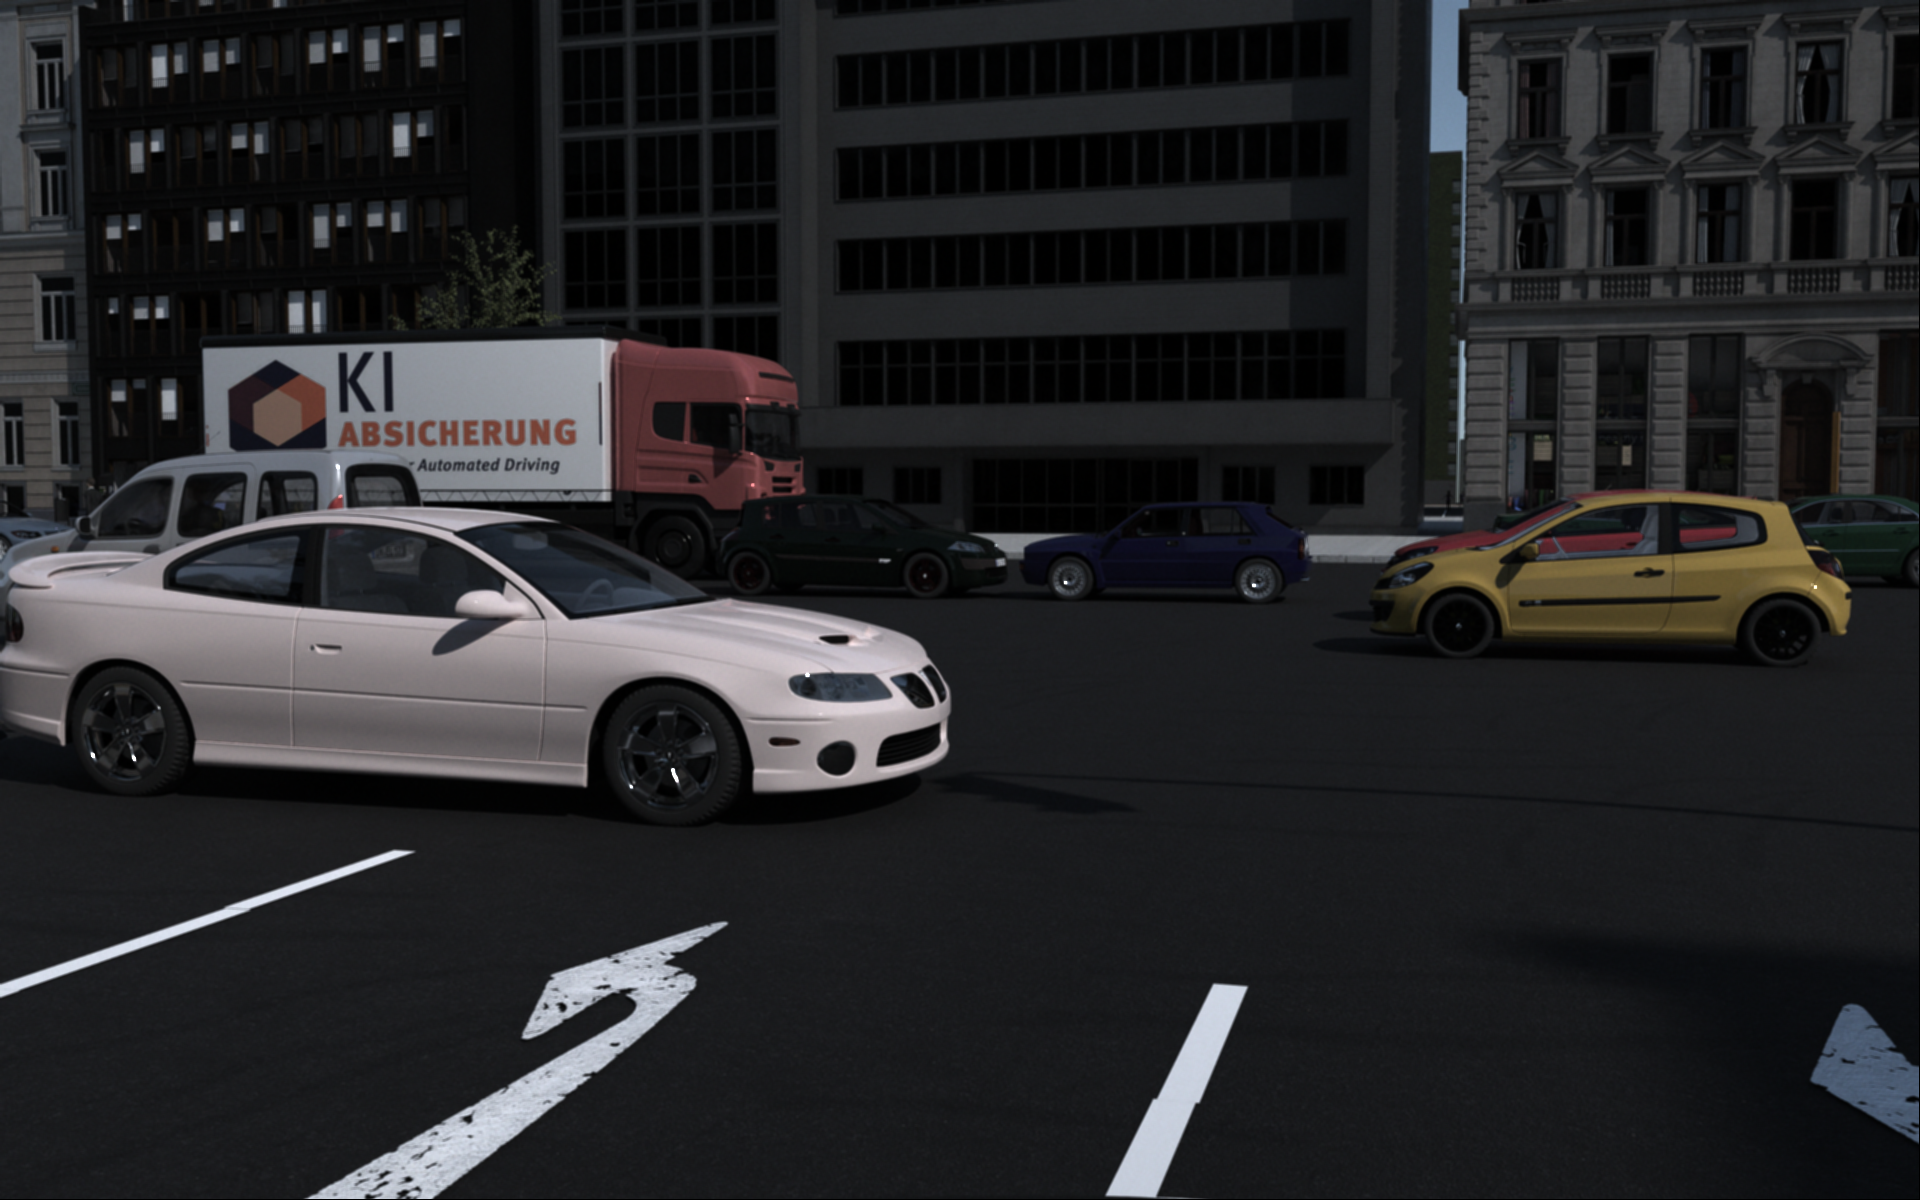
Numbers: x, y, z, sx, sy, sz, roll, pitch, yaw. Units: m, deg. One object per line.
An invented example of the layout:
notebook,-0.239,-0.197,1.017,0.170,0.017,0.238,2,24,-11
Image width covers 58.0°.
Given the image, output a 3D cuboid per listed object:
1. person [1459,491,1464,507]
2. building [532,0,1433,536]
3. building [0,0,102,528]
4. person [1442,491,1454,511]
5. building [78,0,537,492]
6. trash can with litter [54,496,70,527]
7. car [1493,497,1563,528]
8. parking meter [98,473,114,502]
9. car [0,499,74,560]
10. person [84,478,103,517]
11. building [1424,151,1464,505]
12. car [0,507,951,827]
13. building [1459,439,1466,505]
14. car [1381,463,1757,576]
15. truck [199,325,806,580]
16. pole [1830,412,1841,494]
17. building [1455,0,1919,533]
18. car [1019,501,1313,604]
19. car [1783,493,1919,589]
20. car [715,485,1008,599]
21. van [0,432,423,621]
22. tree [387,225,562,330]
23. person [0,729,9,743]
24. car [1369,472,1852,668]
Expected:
person,54.118,-10.838,186.618,0.530,1.710,0.541,-2,4,-30
building,1.071,-14.818,61.336,30.058,24.678,14.314,1,4,16
building,-38.874,-17.478,71.668,20.117,28.700,13.634,1,4,16
person,42.526,-8.672,150.967,1.217,1.739,0.721,-1,4,-21
building,-21.962,-14.425,65.529,15.834,23.373,12.332,1,4,16
trash can with litter,-31.448,-2.983,59.834,1.678,1.210,2.233,2,4,26
car,12.068,-1.189,31.239,4.920,1.459,2.131,1,4,17
parking meter,-23.275,-2.541,47.249,0.255,1.863,0.399,0,4,6
car,-20.051,-1.418,35.183,4.499,1.417,2.014,1,4,17
person,-22.105,-2.185,44.008,0.755,1.850,0.659,1,4,20
building,53.622,-32.243,210.759,14.086,41.232,14.154,1,4,16
car,-2.422,0.226,8.672,4.827,1.381,2.083,1,4,15
building,76.746,-54.749,207.817,31.000,86.520,22.319,1,4,16
car,7.006,-0.630,19.333,4.494,1.783,2.155,1,4,14
truck,-7.717,-2.539,30.425,11.283,4.237,2.839,1,4,15
pole,21.725,-3.008,43.018,0.158,3.312,0.155,0,3,0
building,25.069,-13.682,52.576,19.941,23.489,11.050,1,4,16
car,2.816,-0.674,23.605,3.894,1.354,1.945,1,4,14
car,13.523,-0.946,27.266,4.920,1.459,2.131,1,4,14
car,-1.421,-0.911,24.674,4.222,1.686,2.009,1,4,16
van,-7.172,-0.583,16.537,4.112,2.044,2.013,1,4,15
tree,-12.880,-5.903,46.872,4.737,8.622,4.395,0,3,0
person,-5.539,0.206,9.406,0.640,1.303,0.475,-1,4,-17
car,5.697,-0.319,15.443,3.980,1.641,2.015,1,4,17
